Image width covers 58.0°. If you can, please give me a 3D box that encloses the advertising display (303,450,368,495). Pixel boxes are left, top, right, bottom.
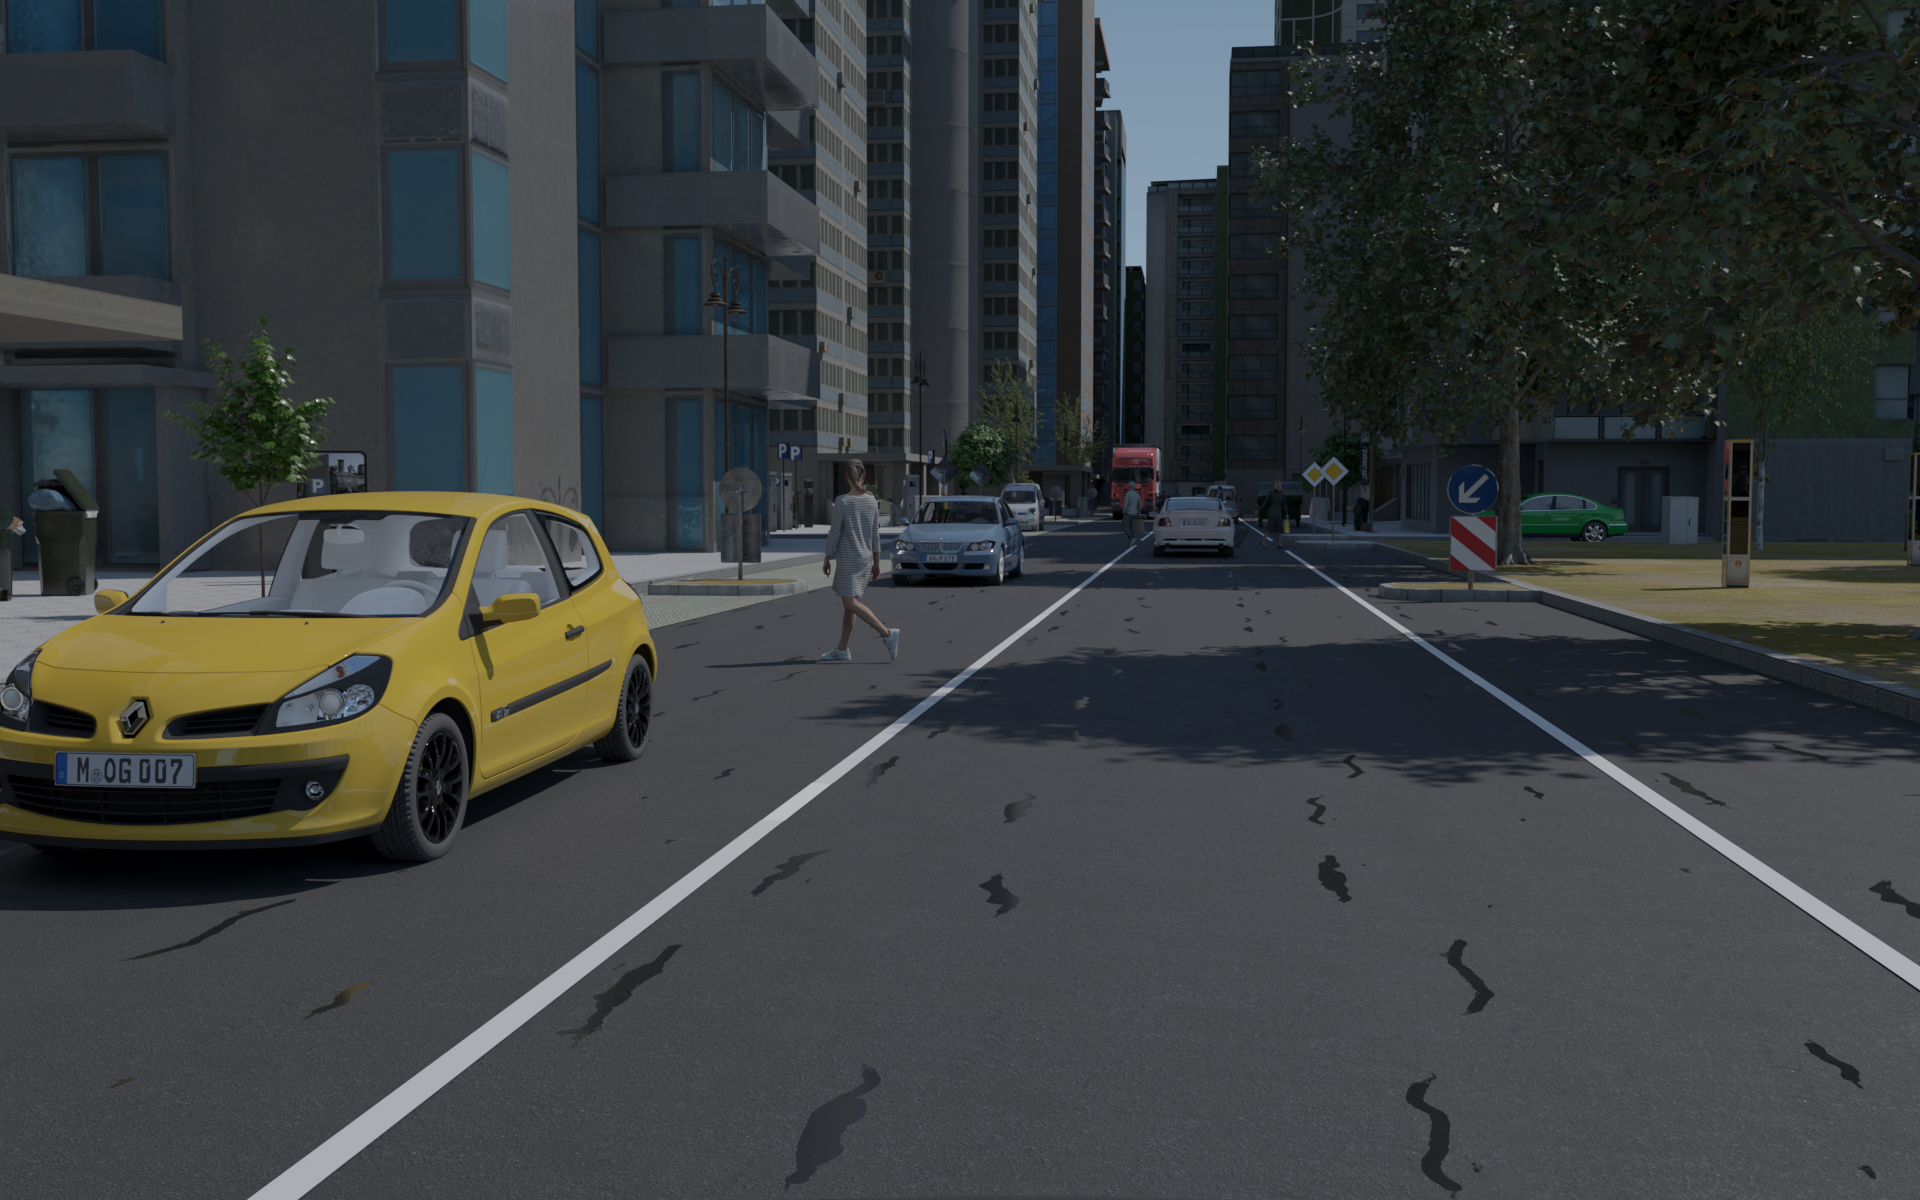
[{"bbox_3d":[-9.284,-1.251,25.671,0.974,1.923,0.123,-1,4,-16],"label":"advertising display"}]

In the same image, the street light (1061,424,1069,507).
[{"bbox_3d":[7.011,-8.702,115.067,0.468,5.910,1.993,0,4,8],"label":"street light"}]

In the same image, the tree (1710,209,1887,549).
[{"bbox_3d":[18.833,-5.486,40.056,4.737,8.622,4.395,0,3,0],"label":"tree"}]

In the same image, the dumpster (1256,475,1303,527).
[{"bbox_3d":[13.773,-4.267,74.720,1.985,2.255,1.502,0,4,8],"label":"dumpster"}]

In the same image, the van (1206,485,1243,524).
[{"bbox_3d":[12.815,-4.751,84.682,2.013,2.044,4.112,1,4,9],"label":"van"}]

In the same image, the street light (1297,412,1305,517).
[{"bbox_3d":[19.281,-7.656,97.961,0.468,5.910,1.993,0,4,8],"label":"street light"}]

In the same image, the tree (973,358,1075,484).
[{"bbox_3d":[2.769,-8.696,92.549,4.737,8.622,4.395,0,3,0],"label":"tree"}]

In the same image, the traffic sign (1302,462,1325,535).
[{"bbox_3d":[11.059,-3.085,54.075,0.795,2.450,0.064,0,4,8],"label":"traffic sign"}]

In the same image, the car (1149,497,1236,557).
[{"bbox_3d":[5.498,-1.747,40.924,2.083,1.381,4.827,0,4,7],"label":"car"}]

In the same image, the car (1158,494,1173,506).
[{"bbox_3d":[24.153,-11.730,203.783,2.014,1.417,4.499,1,4,9],"label":"car"}]

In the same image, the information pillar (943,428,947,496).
[{"bbox_3d":[-0.536,-4.288,61.461,0.183,3.616,0.504,-1,4,-10],"label":"information pillar"}]

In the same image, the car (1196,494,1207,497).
[{"bbox_3d":[19.677,-7.968,139.071,1.959,1.807,4.718,1,4,10],"label":"car"}]

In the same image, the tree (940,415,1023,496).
[{"bbox_3d":[0.988,-5.718,77.207,4.285,4.588,4.351,0,3,0],"label":"tree"}]

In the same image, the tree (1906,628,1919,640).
[{"bbox_3d":[9.033,-5.983,14.825,9.611,12.733,9.660,0,3,0],"label":"tree"}]

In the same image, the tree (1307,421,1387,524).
[{"bbox_3d":[16.842,-5.602,75.311,4.285,4.588,4.351,0,3,0],"label":"tree"}]

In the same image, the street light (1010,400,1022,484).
[{"bbox_3d":[2.780,-6.888,85.414,0.468,5.910,1.993,0,4,8],"label":"street light"}]

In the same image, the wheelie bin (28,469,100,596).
[{"bbox_3d":[-11.349,-0.858,21.939,0.693,1.594,0.980,-1,4,-13],"label":"wheelie bin"}]

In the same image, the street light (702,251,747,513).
[{"bbox_3d":[-4.471,-3.691,33.133,0.468,5.910,1.993,0,4,8],"label":"street light"}]

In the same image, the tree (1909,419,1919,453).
[{"bbox_3d":[34.961,-5.011,65.642,4.285,4.588,4.351,0,3,0],"label":"tree"}]

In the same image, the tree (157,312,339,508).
[{"bbox_3d":[-7.404,-1.461,18.486,1.663,3.219,1.824,0,3,0],"label":"tree"}]

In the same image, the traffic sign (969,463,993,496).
[{"bbox_3d":[0.669,-3.175,55.546,0.795,2.450,0.064,0,4,8],"label":"traffic sign"}]

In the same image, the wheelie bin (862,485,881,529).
[{"bbox_3d":[-3.352,-3.370,63.011,0.980,1.594,0.693,-3,5,-43],"label":"wheelie bin"}]

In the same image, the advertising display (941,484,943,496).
[{"bbox_3d":[-1.162,-5.652,97.624,0.974,1.923,0.123,3,5,43],"label":"advertising display"}]

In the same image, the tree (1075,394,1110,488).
[{"bbox_3d":[8.481,-10.723,125.675,4.737,8.622,4.395,0,3,0],"label":"tree"}]

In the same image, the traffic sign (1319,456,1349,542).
[{"bbox_3d":[9.951,-2.601,46.167,0.795,2.450,0.064,0,4,8],"label":"traffic sign"}]

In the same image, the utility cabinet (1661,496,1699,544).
[{"bbox_3d":[18.654,-2.062,44.871,1.020,1.237,0.306,-2,4,-25],"label":"utility cabinet"}]

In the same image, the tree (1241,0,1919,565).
[{"bbox_3d":[10.034,-7.005,31.542,9.611,12.733,9.660,0,3,0],"label":"tree"}]

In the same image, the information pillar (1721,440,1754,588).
[{"bbox_3d":[10.638,-1.175,23.706,0.304,2.012,0.304,1,4,12],"label":"information pillar"}]

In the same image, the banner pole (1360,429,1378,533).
[{"bbox_3d":[13.559,-4.132,57.582,0.401,3.779,0.863,-2,4,-29],"label":"banner pole"}]

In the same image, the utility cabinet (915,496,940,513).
[{"bbox_3d":[-1.199,-3.353,65.979,1.020,1.237,0.306,0,4,3],"label":"utility cabinet"}]

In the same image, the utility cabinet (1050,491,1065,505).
[{"bbox_3d":[7.192,-7.259,127.356,1.173,1.500,0.318,2,4,28],"label":"utility cabinet"}]

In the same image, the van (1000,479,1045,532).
[{"bbox_3d":[2.315,-3.646,66.626,2.013,2.044,4.112,0,4,7],"label":"van"}]

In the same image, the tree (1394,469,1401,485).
[{"bbox_3d":[18.090,-4.494,68.083,1.663,3.219,1.824,0,3,0],"label":"tree"}]

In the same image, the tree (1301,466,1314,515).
[{"bbox_3d":[21.154,-6.705,104.221,1.663,3.219,1.824,0,3,0],"label":"tree"}]

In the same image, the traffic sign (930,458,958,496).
[{"bbox_3d":[-0.439,-2.691,47.637,0.795,2.450,0.064,0,4,8],"label":"traffic sign"}]

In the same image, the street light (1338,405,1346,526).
[{"bbox_3d":[15.220,-5.856,68.539,0.468,5.910,1.993,0,4,8],"label":"street light"}]

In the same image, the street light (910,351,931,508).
[{"bbox_3d":[-1.277,-5.089,55.991,0.468,5.910,1.993,0,4,8],"label":"street light"}]

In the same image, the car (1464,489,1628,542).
[{"bbox_3d":[16.499,-2.483,49.388,4.718,1.807,1.959,0,4,7],"label":"car"}]

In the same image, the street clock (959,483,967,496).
[{"bbox_3d":[0.186,-4.941,85.353,0.358,2.002,0.471,-3,5,-40],"label":"street clock"}]

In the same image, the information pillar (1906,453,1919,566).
[{"bbox_3d":[17.042,-1.606,30.749,0.304,2.012,0.304,1,4,14],"label":"information pillar"}]

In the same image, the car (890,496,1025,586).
[{"bbox_3d":[0.036,-1.025,28.755,2.014,1.417,4.499,1,4,9],"label":"car"}]

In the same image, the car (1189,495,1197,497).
[{"bbox_3d":[19.691,-8.085,144.766,1.945,1.354,3.894,0,4,6],"label":"car"}]

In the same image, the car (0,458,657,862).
[{"bbox_3d":[-2.719,0.133,8.045,2.015,1.641,3.980,0,4,7],"label":"car"}]
